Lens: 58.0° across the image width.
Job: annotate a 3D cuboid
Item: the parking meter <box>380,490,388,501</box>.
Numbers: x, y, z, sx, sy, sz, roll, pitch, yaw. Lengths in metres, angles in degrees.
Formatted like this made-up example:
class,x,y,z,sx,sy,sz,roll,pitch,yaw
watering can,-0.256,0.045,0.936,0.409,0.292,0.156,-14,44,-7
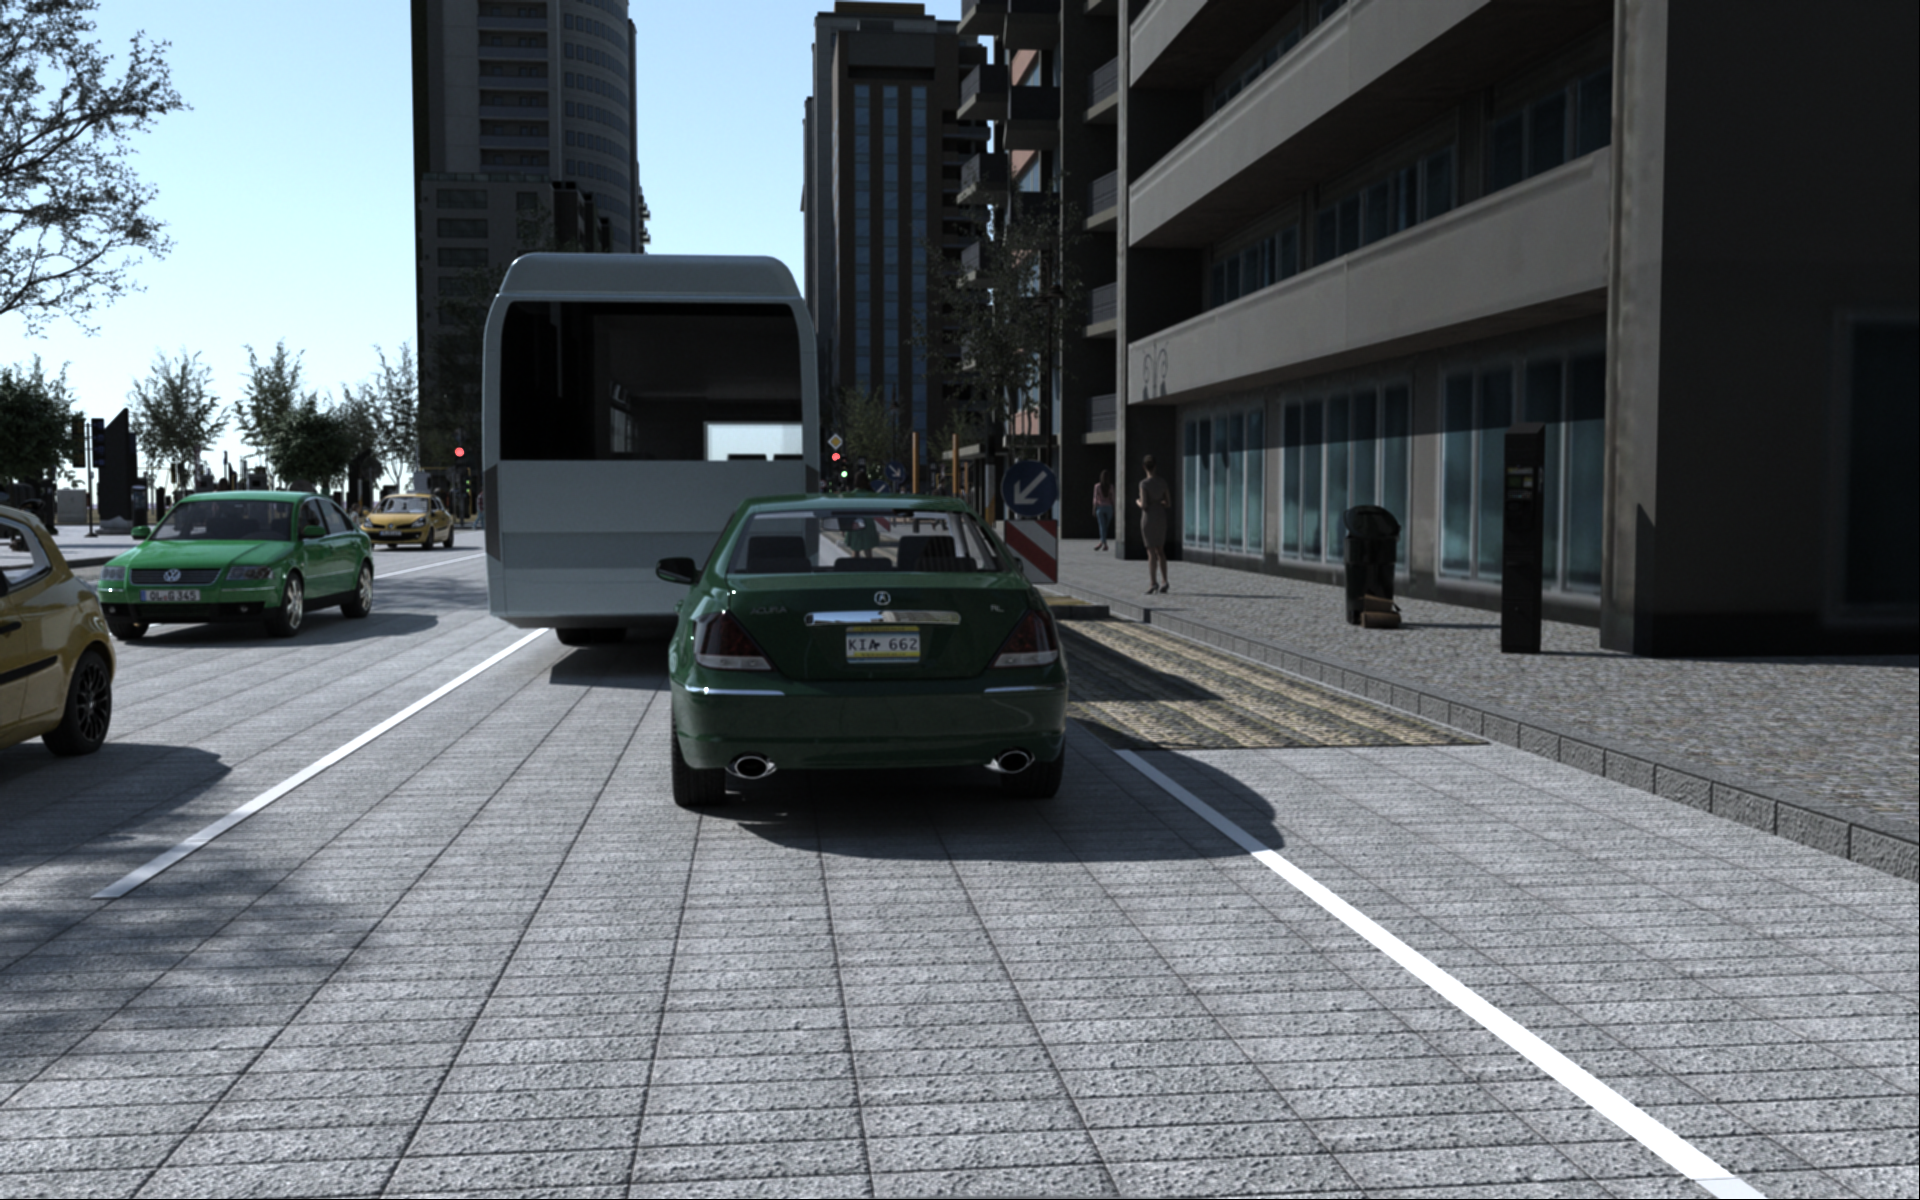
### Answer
class,x,y,z,sx,sy,sz,roll,pitch,yaw
parking meter,-46.849,-8.075,140.433,0.372,1.533,0.369,0,3,0

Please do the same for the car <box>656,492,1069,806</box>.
class,x,y,z,sx,sy,sz,roll,pitch,yaw
car,-0.610,0.142,9.479,2.131,1.459,4.920,0,4,-7

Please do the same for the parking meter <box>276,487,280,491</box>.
class,x,y,z,sx,sy,sz,roll,pitch,yaw
parking meter,-53.200,-7.916,135.137,0.399,1.863,0.255,-1,4,-13

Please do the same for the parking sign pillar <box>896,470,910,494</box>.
class,x,y,z,sx,sy,sz,roll,pitch,yaw
parking sign pillar,-5.045,-10.071,153.136,1.447,3.967,1.447,3,5,41

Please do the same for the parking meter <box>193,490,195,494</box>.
class,x,y,z,sx,sy,sz,roll,pitch,yaw
parking meter,-42.470,-5.370,96.217,0.372,1.533,0.369,0,3,0

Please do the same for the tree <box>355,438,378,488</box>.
class,x,y,z,sx,sy,sz,roll,pitch,yaw
tree,-50.740,-11.931,145.432,4.737,8.622,4.395,0,3,0

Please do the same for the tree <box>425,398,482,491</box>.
class,x,y,z,sx,sy,sz,roll,pitch,yaw
tree,-36.660,-10.717,125.578,4.737,8.622,4.395,0,3,0

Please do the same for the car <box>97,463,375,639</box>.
class,x,y,z,sx,sy,sz,roll,pitch,yaw
car,-7.651,-0.602,18.643,1.959,1.807,4.718,0,4,-5

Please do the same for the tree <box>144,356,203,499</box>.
class,x,y,z,sx,sy,sz,roll,pitch,yaw
tree,-41.517,-8.707,92.720,4.737,8.622,4.395,0,3,0

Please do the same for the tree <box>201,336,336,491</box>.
class,x,y,z,sx,sy,sz,roll,pitch,yaw
tree,-32.353,-8.014,81.393,4.737,8.622,4.395,0,3,0

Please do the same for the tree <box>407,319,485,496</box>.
class,x,y,z,sx,sy,sz,roll,pitch,yaw
tree,-25.253,-9.606,91.474,8.767,10.594,7.601,0,4,6

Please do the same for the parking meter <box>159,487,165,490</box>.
class,x,y,z,sx,sy,sz,roll,pitch,yaw
parking meter,-63.432,-8.072,137.680,0.255,1.863,0.399,1,4,11

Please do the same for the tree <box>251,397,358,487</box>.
class,x,y,z,sx,sy,sz,roll,pitch,yaw
tree,-22.215,-4.598,58.892,4.285,4.588,4.351,0,3,0

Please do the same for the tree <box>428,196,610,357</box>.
class,x,y,z,sx,sy,sz,roll,pitch,yaw
tree,-28.129,-15.715,112.825,12.611,20.169,13.585,0,3,0

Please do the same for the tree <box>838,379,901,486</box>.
class,x,y,z,sx,sy,sz,roll,pitch,yaw
tree,-5.788,-9.762,109.964,4.737,8.622,4.395,0,3,0

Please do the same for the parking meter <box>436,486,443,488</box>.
class,x,y,z,sx,sy,sz,roll,pitch,yaw
parking meter,-36.315,-7.044,120.888,0.255,1.863,0.399,2,4,31

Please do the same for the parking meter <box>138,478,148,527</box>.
class,x,y,z,sx,sy,sz,roll,pitch,yaw
parking meter,-28.625,-3.352,60.515,0.399,1.863,0.255,1,4,10

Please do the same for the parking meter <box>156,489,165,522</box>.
class,x,y,z,sx,sy,sz,roll,pitch,yaw
parking meter,-36.542,-4.327,79.158,0.372,1.533,0.369,0,3,0

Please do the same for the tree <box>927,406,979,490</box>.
class,x,y,z,sx,sy,sz,roll,pitch,yaw
tree,-0.364,-11.738,142.286,4.737,8.622,4.395,0,3,0

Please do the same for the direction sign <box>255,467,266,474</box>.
class,x,y,z,sx,sy,sz,roll,pitch,yaw
direction sign,-58.136,-9.300,144.059,0.876,3.537,0.379,-2,4,-31

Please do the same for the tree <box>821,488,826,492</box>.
class,x,y,z,sx,sy,sz,roll,pitch,yaw
tree,-15.363,-11.783,187.254,1.663,3.219,1.824,0,3,0

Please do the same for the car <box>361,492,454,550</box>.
class,x,y,z,sx,sy,sz,roll,pitch,yaw
car,-14.399,-2.138,45.184,2.015,1.641,3.980,0,4,-5

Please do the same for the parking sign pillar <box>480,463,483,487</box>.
class,x,y,z,sx,sy,sz,roll,pitch,yaw
parking sign pillar,-41.500,-9.946,151.093,1.447,3.967,1.447,-3,4,-36

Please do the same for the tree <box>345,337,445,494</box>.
class,x,y,z,sx,sy,sz,roll,pitch,yaw
tree,-26.449,-8.004,81.223,4.360,8.622,3.978,0,3,0

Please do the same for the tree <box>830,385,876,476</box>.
class,x,y,z,sx,sy,sz,roll,pitch,yaw
tree,-6.781,-10.141,116.161,4.360,8.622,3.978,0,3,0

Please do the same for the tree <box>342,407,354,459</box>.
class,x,y,z,sx,sy,sz,roll,pitch,yaw
tree,-36.081,-8.740,93.256,4.737,8.622,4.395,0,3,0

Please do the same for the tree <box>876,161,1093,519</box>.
class,x,y,z,sx,sy,sz,roll,pitch,yaw
tree,1.076,-5.342,37.697,4.360,8.622,3.978,0,3,0

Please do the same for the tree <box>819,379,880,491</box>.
class,x,y,z,sx,sy,sz,roll,pitch,yaw
tree,-9.567,-12.610,140.586,7.601,10.594,8.767,-3,5,-45

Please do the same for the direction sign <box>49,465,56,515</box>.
class,x,y,z,sx,sy,sz,roll,pitch,yaw
direction sign,-55.238,-6.934,105.371,0.876,3.537,0.379,2,4,35

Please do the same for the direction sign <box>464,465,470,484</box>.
class,x,y,z,sx,sy,sz,roll,pitch,yaw
direction sign,-37.915,-8.639,133.248,0.379,3.537,0.876,1,4,17

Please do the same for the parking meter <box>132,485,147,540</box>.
class,x,y,z,sx,sy,sz,roll,pitch,yaw
parking meter,-23.090,-2.467,48.742,0.372,1.533,0.369,0,3,0

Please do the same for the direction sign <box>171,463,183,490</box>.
class,x,y,z,sx,sy,sz,roll,pitch,yaw
direction sign,-56.827,-8.185,125.817,0.876,3.537,0.379,-3,4,-38

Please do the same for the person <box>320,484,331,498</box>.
class,x,y,z,sx,sy,sz,roll,pitch,yaw
person,-22.567,-3.383,61.599,0.529,1.795,0.600,0,4,5

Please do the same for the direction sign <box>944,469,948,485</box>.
class,x,y,z,sx,sy,sz,roll,pitch,yaw
direction sign,-1.266,-9.998,155.471,0.379,3.537,0.876,1,4,17

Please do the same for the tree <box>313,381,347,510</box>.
class,x,y,z,sx,sy,sz,roll,pitch,yaw
tree,-37.692,-9.637,107.919,4.360,8.622,3.978,0,3,0

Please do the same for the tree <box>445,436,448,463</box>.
class,x,y,z,sx,sy,sz,roll,pitch,yaw
tree,-40.879,-11.004,130.283,4.360,8.622,3.978,0,3,0

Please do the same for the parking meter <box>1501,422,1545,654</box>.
class,x,y,z,sx,sy,sz,roll,pitch,yaw
parking meter,4.546,-0.506,13.984,0.255,1.863,0.399,2,4,29

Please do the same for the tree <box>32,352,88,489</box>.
class,x,y,z,sx,sy,sz,roll,pitch,yaw
tree,-46.933,-8.500,89.342,4.737,8.622,4.395,0,3,0

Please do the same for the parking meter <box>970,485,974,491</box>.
class,x,y,z,sx,sy,sz,roll,pitch,yaw
parking meter,0.808,-6.108,105.581,0.399,1.863,0.255,3,5,44

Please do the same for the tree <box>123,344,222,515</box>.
class,x,y,z,sx,sy,sz,roll,pitch,yaw
tree,-37.975,-8.186,84.203,4.360,8.622,3.978,0,3,0

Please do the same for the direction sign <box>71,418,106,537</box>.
class,x,y,z,sx,sy,sz,roll,pitch,yaw
direction sign,-25.944,-3.646,51.616,0.876,3.537,0.379,-2,4,-24

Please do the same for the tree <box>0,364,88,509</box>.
class,x,y,z,sx,sy,sz,roll,pitch,yaw
tree,-24.103,-3.676,43.817,4.285,4.588,4.351,0,3,0

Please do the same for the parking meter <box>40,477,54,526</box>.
class,x,y,z,sx,sy,sz,roll,pitch,yaw
parking meter,-31.996,-3.362,60.683,0.255,1.863,0.399,1,4,15

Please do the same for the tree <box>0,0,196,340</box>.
class,x,y,z,sx,sy,sz,roll,pitch,yaw
tree,-17.890,-7.229,28.568,12.009,13.543,11.850,0,3,0

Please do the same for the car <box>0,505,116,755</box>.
class,x,y,z,sx,sy,sz,roll,pitch,yaw
car,-5.481,0.130,8.094,2.015,1.641,3.980,0,4,-6

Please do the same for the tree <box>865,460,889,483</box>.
class,x,y,z,sx,sy,sz,roll,pitch,yaw
tree,-4.823,-6.162,95.355,1.663,3.219,1.824,0,3,0
